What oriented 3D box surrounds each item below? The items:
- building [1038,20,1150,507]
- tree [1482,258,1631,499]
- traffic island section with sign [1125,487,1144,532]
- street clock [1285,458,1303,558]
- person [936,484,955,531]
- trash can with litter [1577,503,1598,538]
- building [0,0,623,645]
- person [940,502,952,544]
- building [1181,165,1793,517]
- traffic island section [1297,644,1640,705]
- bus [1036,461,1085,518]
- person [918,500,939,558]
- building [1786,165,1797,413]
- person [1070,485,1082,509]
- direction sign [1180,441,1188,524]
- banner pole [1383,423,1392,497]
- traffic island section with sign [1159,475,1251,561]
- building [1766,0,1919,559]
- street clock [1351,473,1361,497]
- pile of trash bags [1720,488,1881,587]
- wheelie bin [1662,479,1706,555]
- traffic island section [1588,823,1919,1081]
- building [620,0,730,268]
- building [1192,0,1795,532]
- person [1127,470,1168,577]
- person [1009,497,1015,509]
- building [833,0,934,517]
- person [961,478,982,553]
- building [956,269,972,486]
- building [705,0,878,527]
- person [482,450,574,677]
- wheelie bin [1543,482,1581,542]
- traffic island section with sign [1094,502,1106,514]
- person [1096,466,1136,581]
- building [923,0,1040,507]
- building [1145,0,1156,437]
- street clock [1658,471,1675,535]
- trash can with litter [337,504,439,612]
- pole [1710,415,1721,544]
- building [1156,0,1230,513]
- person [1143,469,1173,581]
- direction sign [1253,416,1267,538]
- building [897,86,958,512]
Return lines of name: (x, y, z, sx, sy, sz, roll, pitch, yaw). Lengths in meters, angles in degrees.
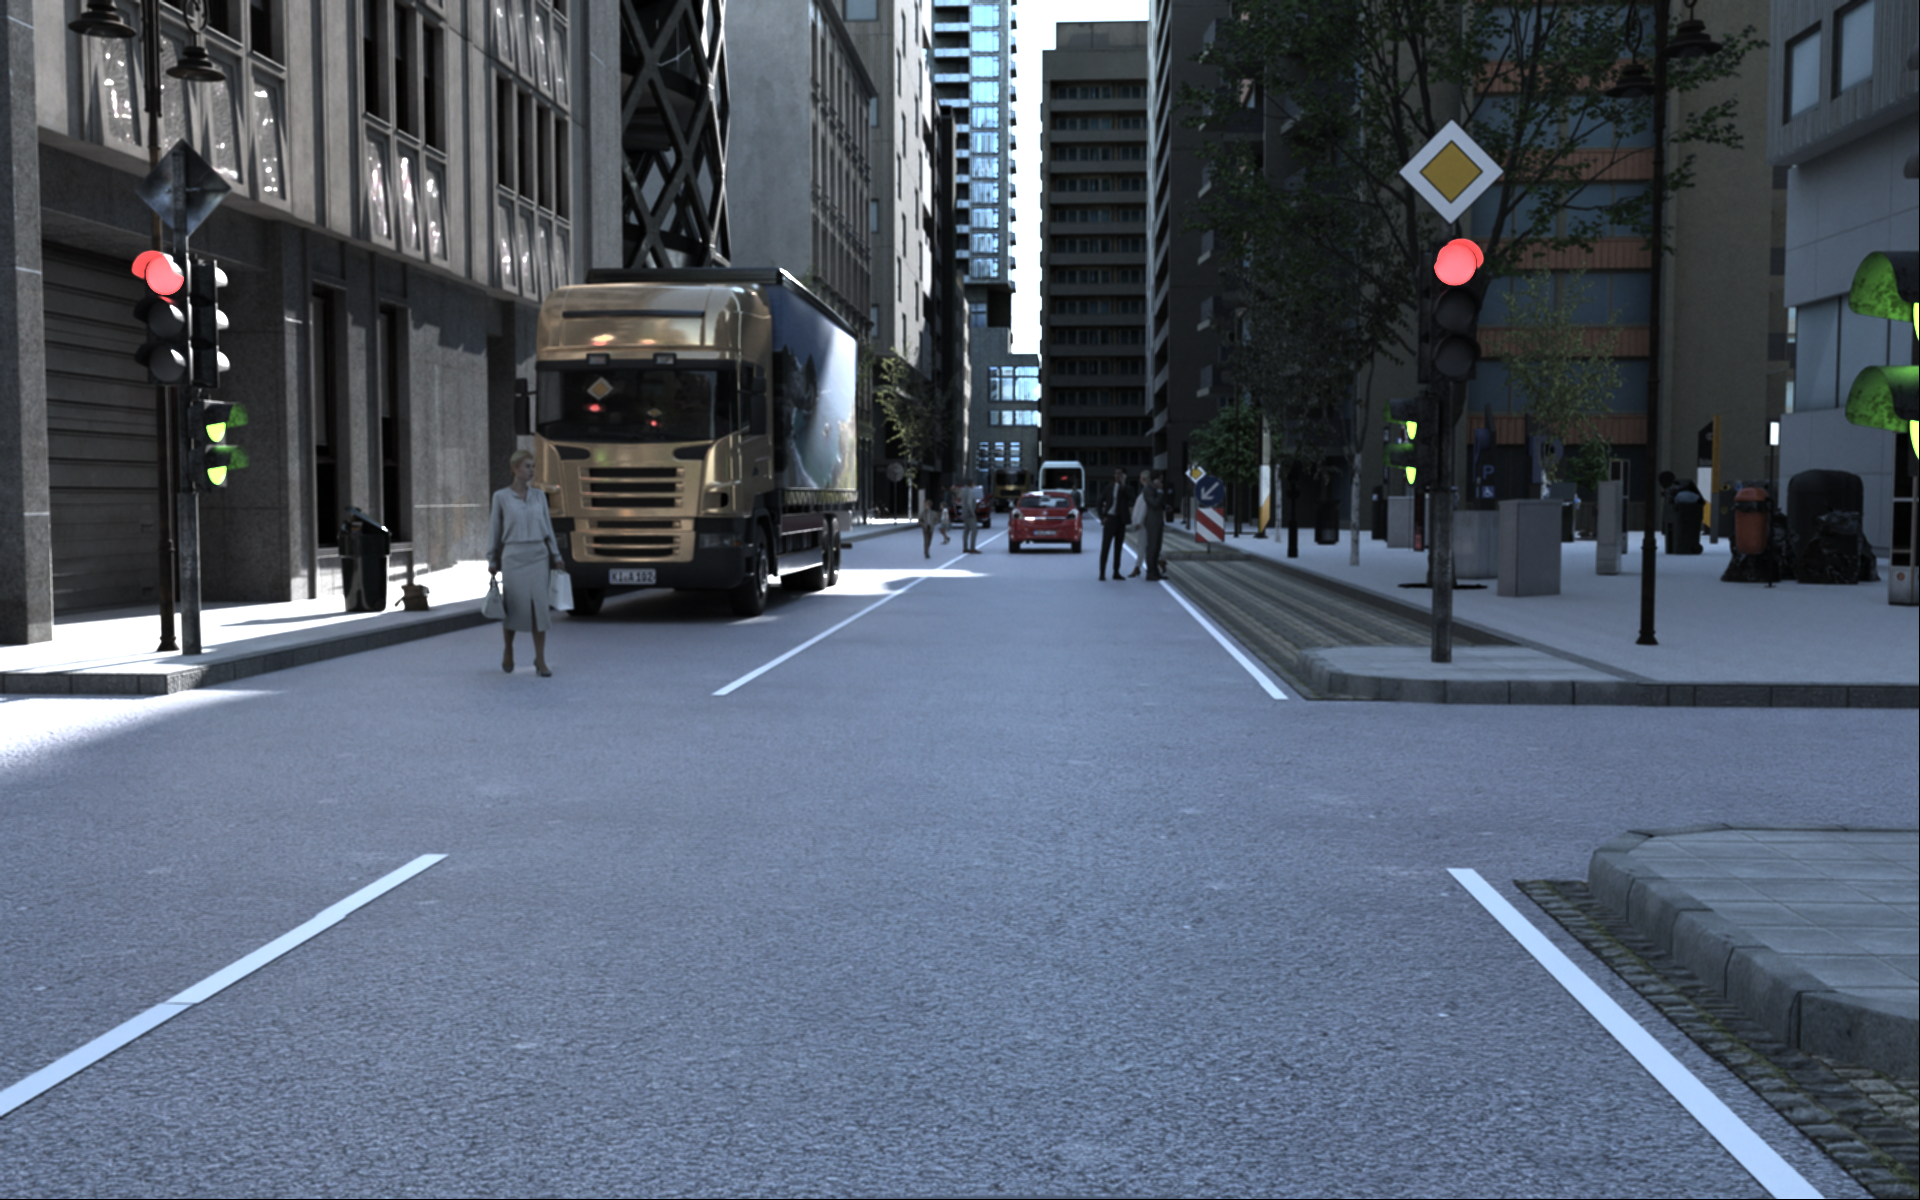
building: (19.186, -34.131, 181.739, 21.600, 48.544, 21.300, 0, 4, 4)
tree: (18.481, -6.337, 53.967, 4.737, 8.622, 4.395, 0, 3, 0)
traffic island section with sign: (7.040, -3.463, 65.251, 1.989, 1.847, 2.006, 0, 4, 4)
street clock: (6.737, -1.861, 35.000, 0.358, 2.002, 0.471, 1, 4, 17)
person: (-0.597, -3.545, 66.452, 0.713, 1.824, 0.794, 2, 4, 24)
trash can with litter: (18.585, -2.406, 50.720, 0.624, 1.170, 1.055, -2, 4, -34)
building: (-13.275, -12.612, 24.232, 12.078, 24.808, 19.932, 0, 4, 4)
person: (-0.383, -2.197, 49.436, 0.382, 1.210, 0.505, 0, 4, -8)
building: (29.556, -24.969, 100.129, 32.217, 40.220, 23.993, 0, 4, 4)
traffic island section: (3.701, 0.553, 13.240, 2.009, 0.180, 2.903, 0, 4, 4)
bus: (6.004, -6.666, 103.842, 2.948, 3.499, 13.247, 0, 4, 2)
person: (-0.703, -1.595, 38.844, 0.475, 1.303, 0.640, -1, 4, -18)
building: (75.125, -34.248, 179.559, 30.456, 49.044, 23.786, 0, 4, 4)
person: (4.735, -3.883, 72.168, 0.661, 1.801, 0.590, 3, 5, 44)
direction sign: (9.682, -5.052, 74.600, 0.379, 3.537, 0.876, 1, 4, 20)
banner pole: (13.892, -4.053, 56.279, 0.401, 3.779, 0.863, 0, 4, -6)
traffic island section with sign: (5.279, -1.784, 37.789, 1.989, 1.847, 2.006, 0, 4, 4)
building: (30.156, -26.570, 23.666, 27.495, 52.752, 28.713, 0, 4, 4)
street clock: (12.693, -3.119, 55.566, 0.358, 2.002, 0.471, 2, 4, 25)
pile of trash bags: (11.957, -0.935, 25.037, 1.912, 1.369, 3.447, 3, 5, 43)
wheelie bin: (15.380, -1.769, 36.828, 0.693, 1.594, 0.980, -1, 4, -13)
traffic island section: (3.191, 1.040, 5.271, 2.009, 0.180, 2.903, 0, 4, 4)
building: (-14.507, -10.750, 43.210, 16.820, 18.784, 16.811, 0, 4, 4)
building: (21.553, -25.532, 72.068, 22.147, 44.769, 28.867, 0, 4, 4)
person: (3.263, -1.319, 29.948, 0.818, 1.842, 0.514, -1, 4, -16)
person: (2.611, -4.501, 86.369, 0.394, 1.301, 0.425, -3, 4, -36)
building: (-15.926, -31.401, 102.643, 28.713, 52.752, 27.495, 0, 4, 4)
person: (0.226, -2.039, 41.939, 0.391, 1.810, 0.635, -2, 4, -28)
building: (-14.162, -18.721, 151.120, 28.899, 21.520, 27.650, 0, 4, 4)
building: (-8.998, -13.307, 66.718, 9.793, 20.994, 18.267, 0, 4, 4)
person: (-3.444, -0.300, 13.764, 0.694, 1.780, 0.624, -1, 4, -18)
wheelie bin: (16.061, -2.342, 46.202, 0.980, 1.594, 0.693, 2, 4, 29)
traffic island section with sign: (11.973, -8.170, 142.210, 1.989, 1.847, 2.006, 0, 4, 4)
person: (2.612, -1.288, 28.917, 0.648, 1.900, 0.474, -1, 4, -10)
building: (-6.999, -53.245, 183.223, 31.000, 86.520, 22.319, 0, 4, 4)
building: (29.930, -34.146, 147.532, 28.713, 52.752, 27.495, 0, 4, 4)
street clock: (22.178, -3.048, 54.413, 0.471, 2.002, 0.358, 1, 4, 12)
trash can with litter: (-6.301, -0.470, 19.079, 1.055, 1.170, 0.624, -1, 4, -18)
pole: (19.531, -3.115, 44.774, 0.158, 3.312, 0.155, 0, 3, 0)
building: (25.089, -30.564, 123.418, 21.300, 48.544, 21.600, 0, 4, 4)
person: (3.300, -1.250, 28.744, 0.447, 1.846, 0.655, 2, 4, 24)
direction sign: (8.827, -3.606, 50.963, 0.379, 3.537, 0.876, -1, 4, -12)
building: (-7.673, -21.523, 123.601, 14.160, 30.474, 14.107, 0, 4, 4)
